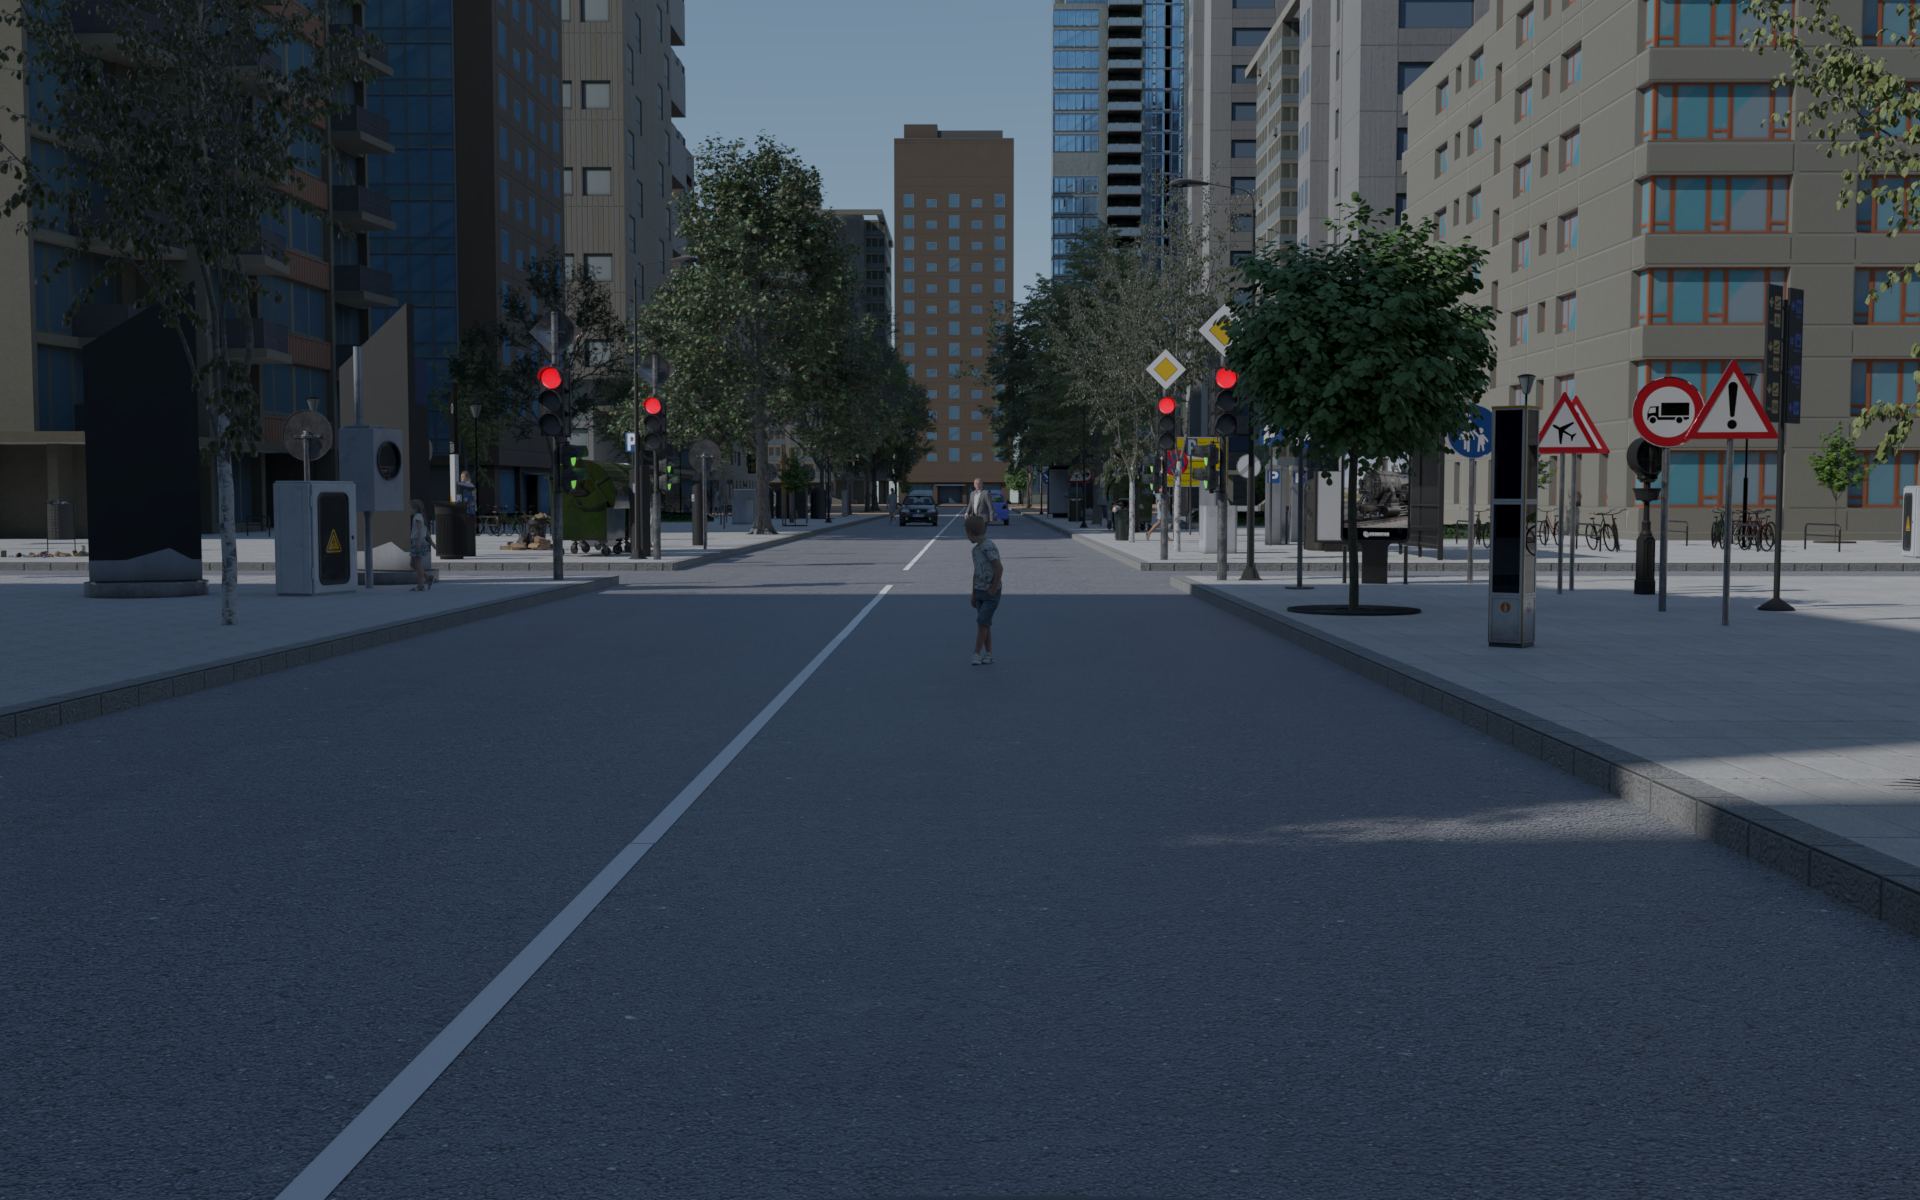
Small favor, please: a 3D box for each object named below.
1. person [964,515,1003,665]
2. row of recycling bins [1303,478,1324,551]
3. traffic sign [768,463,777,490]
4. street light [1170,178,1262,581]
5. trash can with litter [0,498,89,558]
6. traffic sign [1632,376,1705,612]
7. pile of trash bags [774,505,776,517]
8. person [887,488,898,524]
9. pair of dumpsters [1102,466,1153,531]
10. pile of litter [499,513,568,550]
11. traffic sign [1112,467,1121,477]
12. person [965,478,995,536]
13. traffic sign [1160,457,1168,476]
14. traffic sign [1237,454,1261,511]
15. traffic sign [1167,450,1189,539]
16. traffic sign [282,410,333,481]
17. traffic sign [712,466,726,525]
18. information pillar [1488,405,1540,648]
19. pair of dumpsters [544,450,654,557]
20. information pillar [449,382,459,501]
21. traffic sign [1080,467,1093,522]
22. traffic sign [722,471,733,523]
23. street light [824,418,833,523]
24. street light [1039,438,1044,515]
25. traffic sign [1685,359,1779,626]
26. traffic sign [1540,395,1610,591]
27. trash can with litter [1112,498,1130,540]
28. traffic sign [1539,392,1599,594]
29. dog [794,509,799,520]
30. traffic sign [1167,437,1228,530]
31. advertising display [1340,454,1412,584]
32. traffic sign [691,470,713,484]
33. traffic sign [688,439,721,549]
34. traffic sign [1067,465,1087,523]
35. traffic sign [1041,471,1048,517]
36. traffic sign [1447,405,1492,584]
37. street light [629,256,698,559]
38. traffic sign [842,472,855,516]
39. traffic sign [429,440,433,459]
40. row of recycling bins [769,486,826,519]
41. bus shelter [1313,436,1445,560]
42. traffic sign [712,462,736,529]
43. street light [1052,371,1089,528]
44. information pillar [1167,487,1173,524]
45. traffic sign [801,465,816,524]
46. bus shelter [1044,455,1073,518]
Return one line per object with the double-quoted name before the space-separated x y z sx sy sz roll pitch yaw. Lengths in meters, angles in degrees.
"person" 0.201 -0.086 14.593 0.352 1.250 0.332 1 4 8
"row of recycling bins" 8.576 -2.050 40.632 1.069 1.692 3.534 1 4 13
"traffic sign" -7.898 -4.352 71.267 0.768 2.556 0.104 0 4 8
"street light" 3.787 -3.248 25.650 1.470 5.913 1.316 0 4 1
"trash can with litter" -18.831 -1.491 35.434 2.233 1.210 1.678 -2 4 -25
"traffic sign" 7.679 -1.147 18.862 0.768 2.556 0.104 0 4 6
"pile of trash bags" -9.817 -5.472 99.221 1.912 1.369 3.447 0 4 -2
"person" -3.172 -4.451 82.023 0.760 1.731 0.466 3 5 39
"pair of dumpsters" 5.929 -3.555 60.615 1.574 2.255 4.437 0 4 0
"pile of litter" -9.807 -1.576 39.736 1.719 0.858 1.176 3 4 38
"traffic sign" 7.667 -5.082 82.828 0.795 2.593 0.064 0 4 6
"person" 0.407 -1.804 38.398 0.661 1.777 0.834 2 4 28
"traffic sign" 6.518 -3.360 54.668 0.795 2.593 0.064 0 4 4
"traffic sign" 9.256 -3.392 55.564 0.768 2.556 0.104 1 4 9
"traffic sign" 6.090 -2.998 49.116 0.768 2.556 0.104 0 4 7
"traffic sign" -9.863 -1.595 26.182 0.768 2.556 0.104 0 4 2
"traffic sign" -10.014 -4.427 72.480 0.768 2.556 0.104 0 4 2
"information pillar" 4.643 -0.614 14.524 0.304 2.012 0.304 3 4 39
"pair of dumpsters" -7.728 -2.126 37.248 1.574 2.255 4.437 0 4 1
"information pillar" -10.599 -2.750 36.317 0.183 3.616 0.504 -2 4 -27
"traffic sign" 5.748 -4.871 79.749 0.768 2.556 0.104 0 4 7
"traffic sign" -10.376 -4.577 76.957 0.606 2.300 0.079 1 4 10
"street light" -5.328 -6.398 77.146 1.470 5.913 1.316 0 4 1
"street light" 4.554 -8.298 108.209 1.470 5.913 1.316 0 4 1
"traffic sign" 7.470 -1.029 16.827 0.884 2.594 0.081 0 4 3
"traffic sign" 8.121 -1.402 22.927 0.884 2.594 0.081 1 4 10
"trash can with litter" 4.443 -2.233 47.895 0.624 1.170 1.055 0 4 -5
"traffic sign" 7.687 -1.353 22.126 0.884 2.594 0.081 0 4 1
"dog" -8.265 -4.320 87.462 0.406 0.507 0.540 -3 5 -40
"traffic sign" 8.381 -4.137 61.520 2.265 3.308 0.079 0 4 1
"advertising display" 5.925 -1.192 24.695 0.974 1.923 0.123 1 4 17
"traffic sign" -10.115 -4.152 67.889 0.884 2.594 0.081 0 4 7
"traffic sign" -5.940 -2.457 40.274 0.768 2.556 0.104 0 4 6
"traffic sign" 5.255 -4.757 77.775 0.884 2.594 0.081 1 4 10
"traffic sign" 4.813 -5.802 94.973 0.768 2.556 0.104 0 4 2
"traffic sign" 7.315 -1.508 24.764 0.768 2.556 0.104 0 4 1
"street light" -5.803 -3.756 33.954 1.470 5.913 1.316 0 4 1
"traffic sign" -6.528 -6.174 101.058 0.768 2.556 0.104 0 4 1
"traffic sign" -11.000 -2.128 34.897 0.768 2.556 0.104 0 4 6
"row of recycling bins" -8.755 -5.104 90.567 3.534 1.692 1.069 0 4 -4
"bus shelter" 8.613 -2.567 35.895 2.014 3.302 5.546 0 4 1
"traffic sign" -8.649 -3.883 63.483 0.884 2.594 0.081 0 4 6
"street light" 4.154 -5.685 65.489 1.470 5.913 1.316 0 4 1
"information pillar" 7.864 -3.739 65.631 0.304 2.012 0.304 2 4 30
"traffic sign" -6.611 -4.560 74.668 0.768 2.556 0.104 0 4 1
"bus shelter" 5.493 -5.927 90.824 2.014 3.302 5.546 0 4 1
